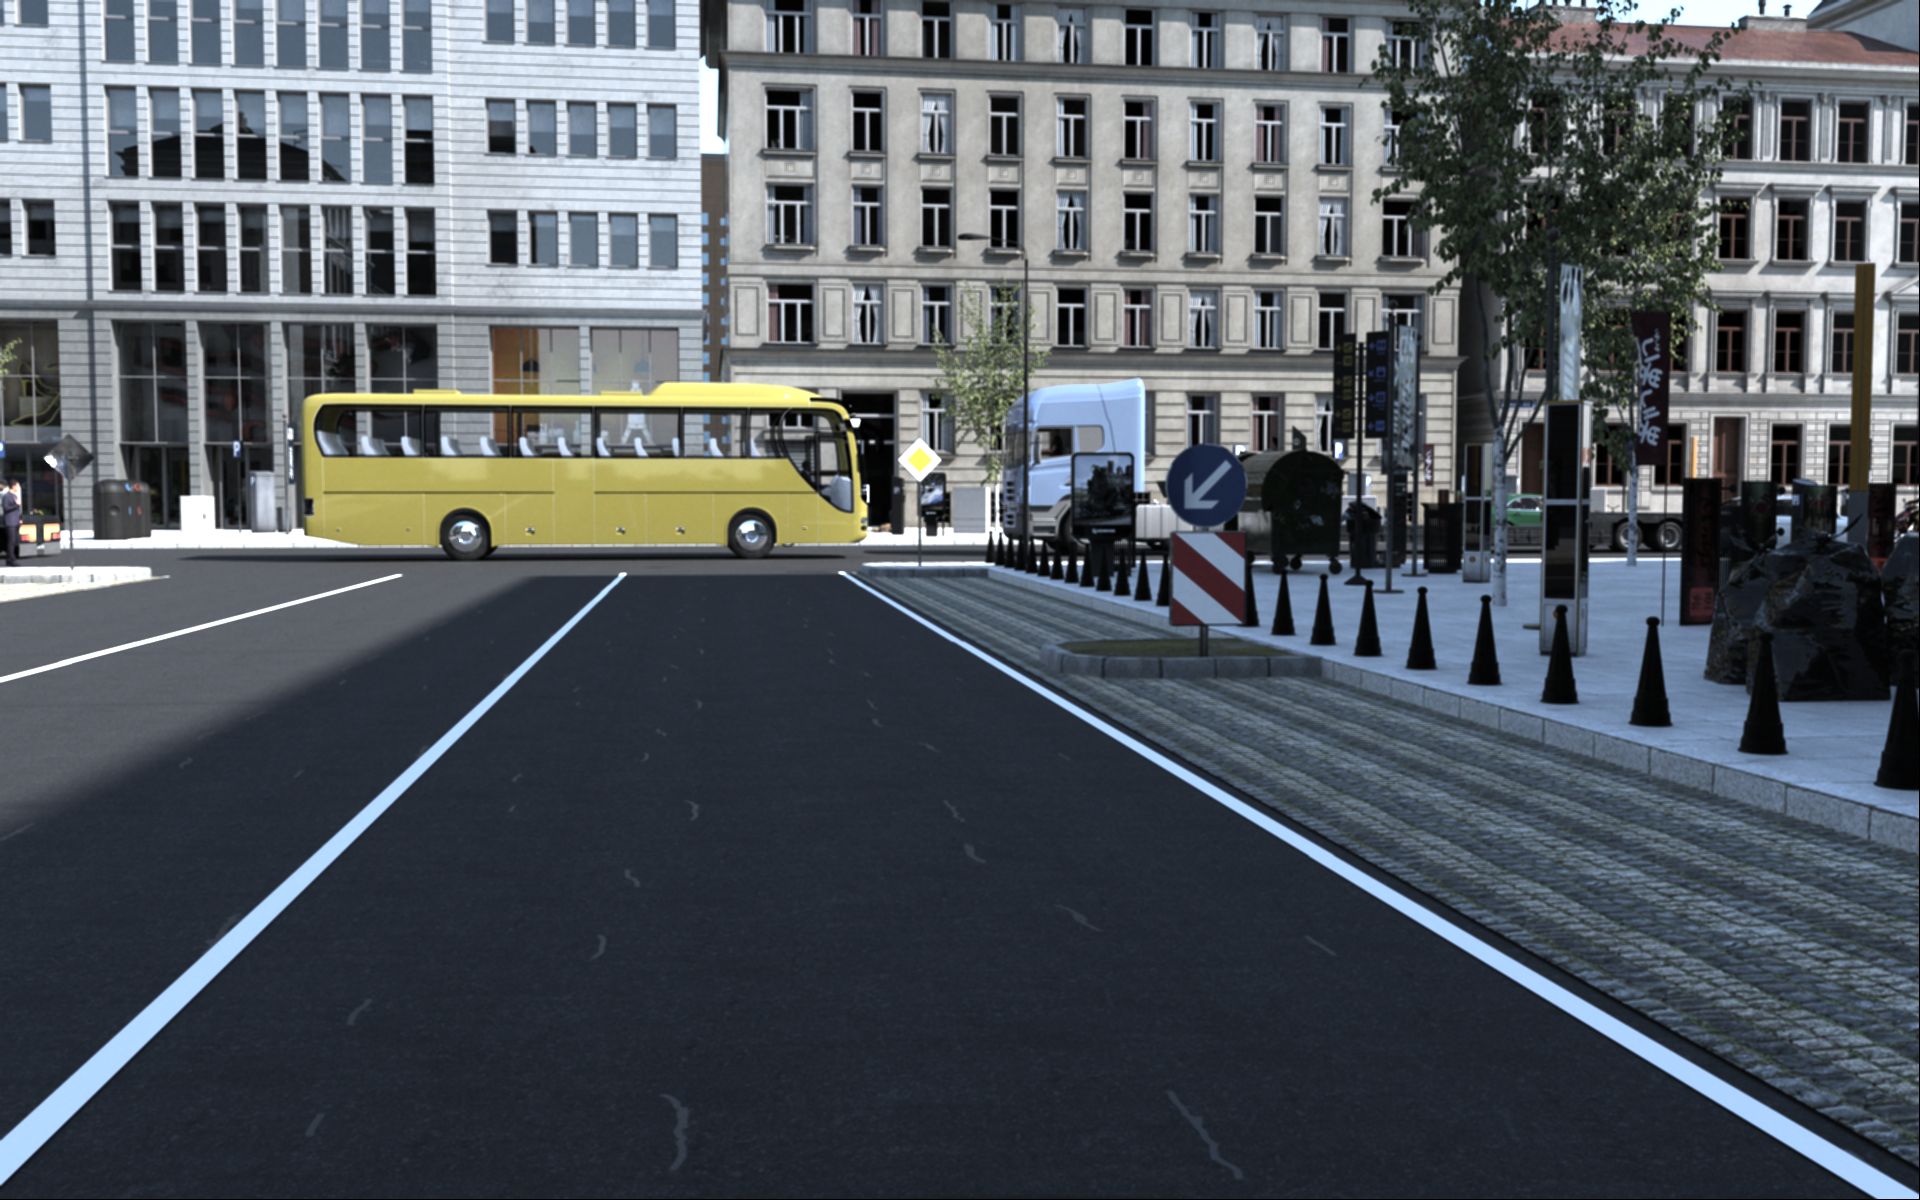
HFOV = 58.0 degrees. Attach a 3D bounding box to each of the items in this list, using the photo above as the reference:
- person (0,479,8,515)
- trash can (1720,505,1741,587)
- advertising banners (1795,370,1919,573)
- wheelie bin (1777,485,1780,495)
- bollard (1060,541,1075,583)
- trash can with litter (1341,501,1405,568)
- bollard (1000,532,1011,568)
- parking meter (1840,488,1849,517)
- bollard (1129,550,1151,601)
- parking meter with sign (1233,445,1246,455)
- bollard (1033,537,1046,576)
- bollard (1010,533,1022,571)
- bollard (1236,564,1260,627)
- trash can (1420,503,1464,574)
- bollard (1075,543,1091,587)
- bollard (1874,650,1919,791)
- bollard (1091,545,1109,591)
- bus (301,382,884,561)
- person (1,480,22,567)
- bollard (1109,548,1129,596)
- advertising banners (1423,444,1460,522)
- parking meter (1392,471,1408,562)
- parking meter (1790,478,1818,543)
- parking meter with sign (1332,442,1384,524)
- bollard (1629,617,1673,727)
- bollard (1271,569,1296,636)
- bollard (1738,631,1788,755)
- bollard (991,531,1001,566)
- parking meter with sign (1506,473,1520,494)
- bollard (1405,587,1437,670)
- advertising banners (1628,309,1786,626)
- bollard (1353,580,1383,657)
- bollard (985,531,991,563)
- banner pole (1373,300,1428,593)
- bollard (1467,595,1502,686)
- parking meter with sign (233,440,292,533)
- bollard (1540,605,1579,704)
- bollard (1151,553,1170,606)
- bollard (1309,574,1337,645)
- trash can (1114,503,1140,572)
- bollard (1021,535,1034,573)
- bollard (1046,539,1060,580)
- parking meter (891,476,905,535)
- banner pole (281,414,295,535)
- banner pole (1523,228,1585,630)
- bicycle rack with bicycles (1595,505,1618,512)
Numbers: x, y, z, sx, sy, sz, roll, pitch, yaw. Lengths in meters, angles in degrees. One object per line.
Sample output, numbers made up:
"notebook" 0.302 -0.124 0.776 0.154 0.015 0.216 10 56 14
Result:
"person" -24.249 -2.149 43.814 0.466 1.800 0.511 -3 5 -45
"trash can" 9.547 -0.611 21.641 0.748 1.137 0.748 0 3 0
"advertising banners" 13.088 -1.747 24.758 2.074 3.025 0.090 3 5 40
"wheelie bin" 27.427 -3.110 58.762 0.980 1.594 0.693 0 4 7
"bollard" 1.617 -0.549 25.011 0.229 0.601 0.229 0 3 0
"trash can with litter" 7.164 -1.142 30.058 1.055 1.170 0.624 -2 4 -25
"bollard" 0.875 -0.860 30.109 0.229 0.601 0.229 0 3 0
"parking meter" 32.933 -3.422 64.368 0.372 1.533 0.369 0 3 0
"bollard" 2.211 -0.298 20.908 0.229 0.601 0.229 0 3 0
"parking meter with sign" 9.494 -4.057 62.600 0.543 3.016 1.738 -3 4 -36
"bollard" 1.317 -0.674 27.059 0.229 0.601 0.229 0 3 0
"bollard" 1.018 -0.798 29.093 0.229 0.601 0.229 0 3 0
"bollard" 2.802 -0.047 16.815 0.229 0.601 0.229 0 3 0
"trash can" 7.833 -1.005 28.084 0.748 1.137 0.748 0 3 0
"bollard" 1.764 -0.486 23.986 0.229 0.601 0.229 0 3 0
"bollard" 4.141 0.517 7.586 0.229 0.601 0.229 0 3 0
"bollard" 1.910 -0.423 22.960 0.229 0.601 0.229 0 3 0
"bus" -7.939 -2.865 38.395 12.252 3.916 2.896 -1 4 -10
"person" -18.711 -1.516 34.205 0.530 1.710 0.541 0 4 7
"bollard" 2.058 -0.361 21.937 0.229 0.601 0.229 0 3 0
"advertising banners" 16.707 -3.887 59.740 0.090 3.025 2.074 -2 4 -30
"parking meter" 8.282 -1.649 32.665 0.255 1.863 0.399 1 4 9
"parking meter" 13.605 -1.194 27.928 0.372 1.533 0.369 0 3 0
"parking meter with sign" 13.364 -3.774 57.971 1.738 3.016 0.543 3 5 41
"bollard" 3.847 0.392 9.630 0.229 0.601 0.229 0 3 0
"bollard" 2.952 0.015 15.795 0.229 0.601 0.229 0 3 0
"bollard" 3.998 0.455 8.606 0.229 0.601 0.229 0 3 0
"bollard" 0.729 -0.923 31.126 0.229 0.601 0.229 0 3 0
"parking meter with sign" 20.310 -4.148 64.073 1.738 3.016 0.543 2 4 27
"bollard" 3.395 0.203 12.730 0.229 0.601 0.229 0 3 0
"advertising banners" 7.278 -1.267 16.902 2.074 3.025 0.090 -2 4 -24
"bollard" 3.245 0.140 13.754 0.229 0.601 0.229 0 3 0
"bollard" 0.573 -0.986 32.162 0.229 0.601 0.229 0 3 0
"banner pole" 5.739 -1.993 22.602 0.401 3.779 0.863 3 5 44
"bollard" 3.547 0.266 11.695 0.229 0.601 0.229 0 3 0
"parking meter with sign" -22.968 -3.721 57.101 0.543 3.016 1.738 3 5 41
"bollard" 3.696 0.329 10.657 0.229 0.601 0.229 0 3 0
"bollard" 2.361 -0.235 19.887 0.229 0.601 0.229 0 3 0
"bollard" 3.100 0.078 14.771 0.229 0.601 0.229 0 3 0
"trash can" 2.629 -1.052 28.858 0.748 1.137 0.748 0 3 0
"bollard" 1.169 -0.736 28.075 0.229 0.601 0.229 0 3 0
"bollard" 1.463 -0.612 26.043 0.229 0.601 0.229 0 3 0
"parking meter" -1.936 -2.982 54.460 0.399 1.863 0.255 1 4 16
"banner pole" -21.076 -3.939 54.417 0.401 3.779 0.863 0 4 3
"banner pole" 5.741 -1.624 16.564 0.863 3.779 0.401 -3 5 -44
"bicycle rack with bicycles" 20.084 -2.582 55.598 2.925 0.926 2.852 -2 4 -29
